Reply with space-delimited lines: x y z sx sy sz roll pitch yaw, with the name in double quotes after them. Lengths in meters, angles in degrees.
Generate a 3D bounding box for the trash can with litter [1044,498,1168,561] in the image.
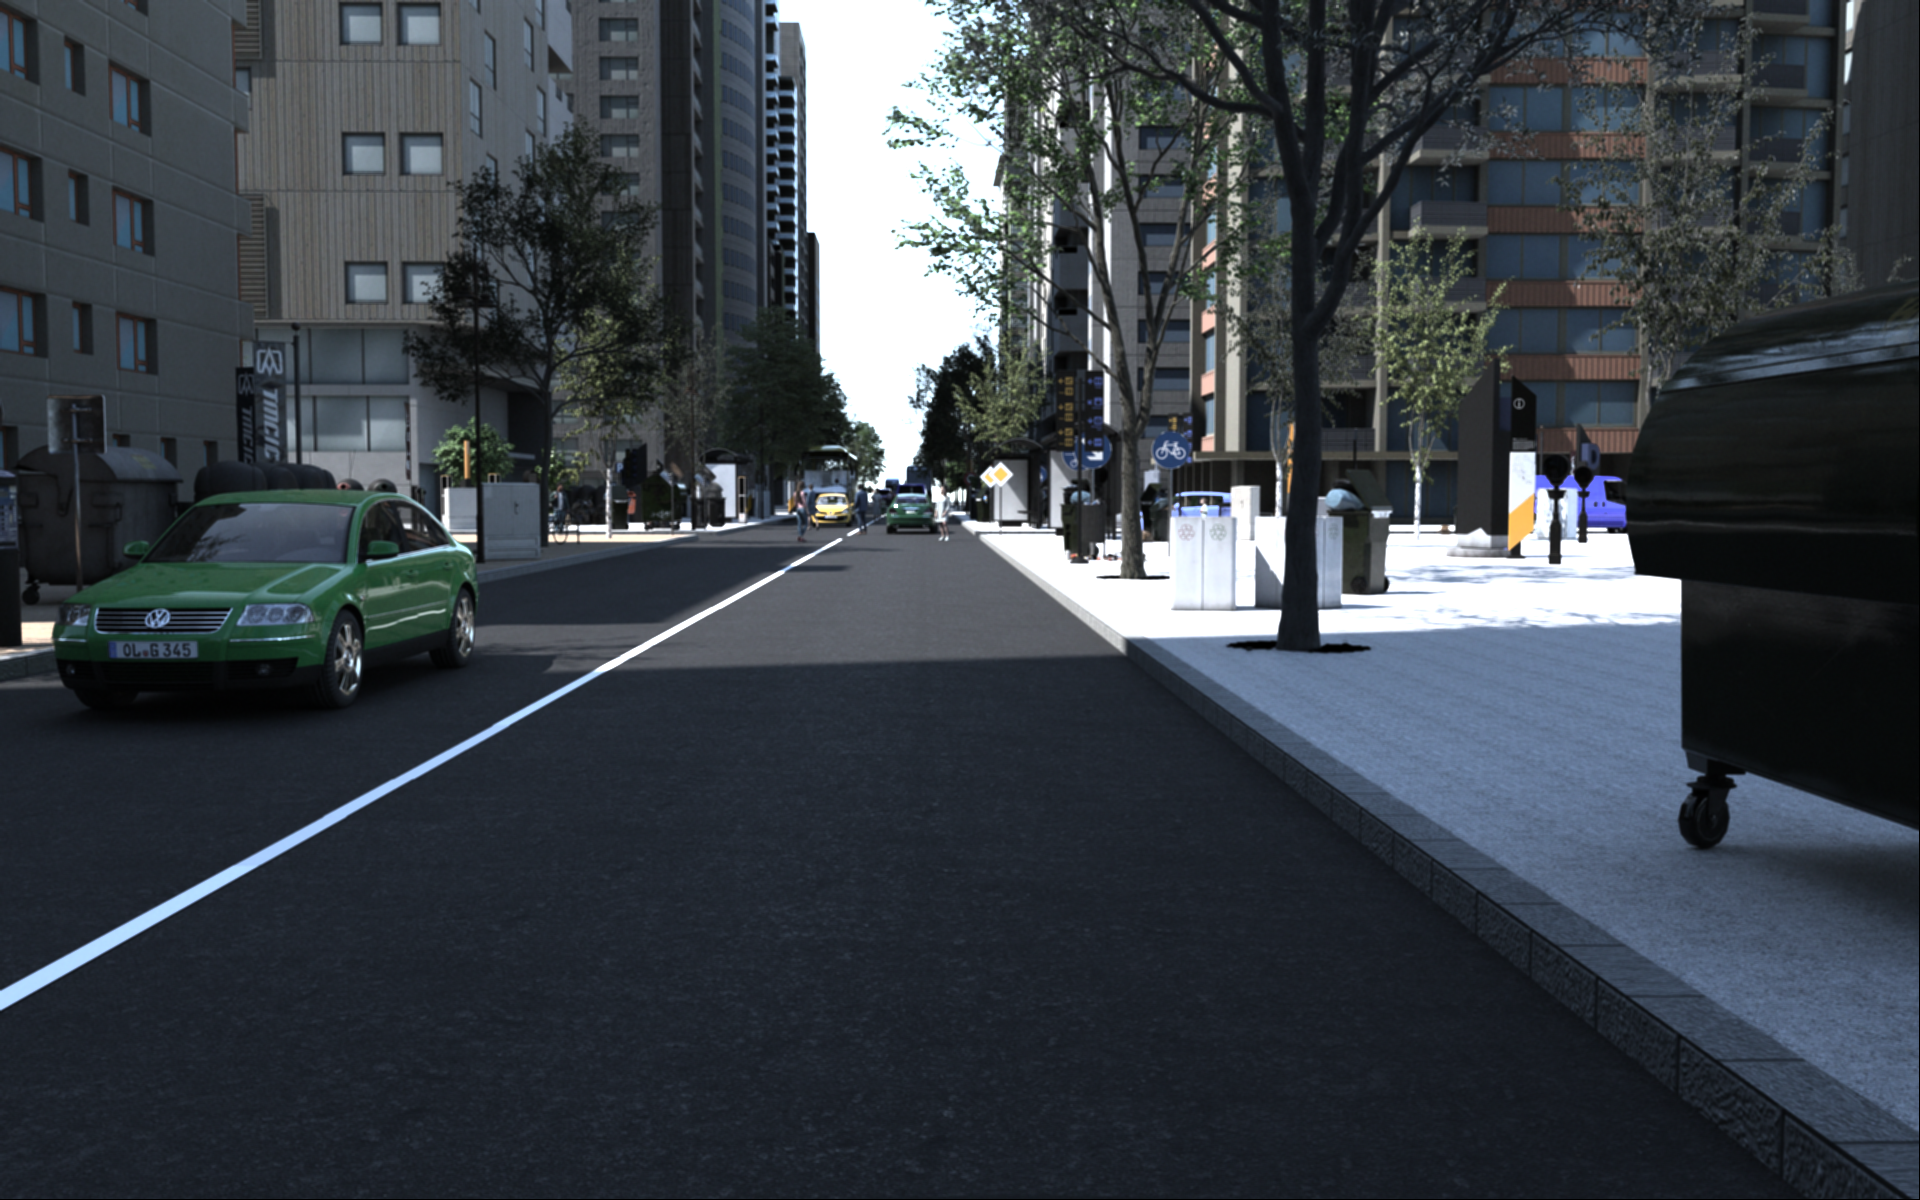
2.880 -1.365 33.376 2.233 1.210 1.678 2 4 25 "trash can with litter"

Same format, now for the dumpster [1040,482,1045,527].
2.725 -3.871 69.044 1.264 1.857 1.865 0 4 -1 "dumpster"

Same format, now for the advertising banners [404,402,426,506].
-10.684 -2.310 33.952 0.090 3.025 2.074 0 4 -8 "advertising banners"

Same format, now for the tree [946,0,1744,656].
2.904 -6.325 13.785 12.009 13.543 11.850 0 3 0 "tree"

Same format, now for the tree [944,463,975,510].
0.259 -9.537 139.649 4.285 4.588 4.351 0 3 0 "tree"

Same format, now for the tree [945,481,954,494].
-1.094 -11.418 181.282 1.663 3.219 1.824 0 3 0 "tree"

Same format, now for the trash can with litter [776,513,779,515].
-11.801 -5.894 107.423 1.678 1.210 2.233 -1 4 -10 "trash can with litter"

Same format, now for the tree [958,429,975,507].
0.499 -13.367 168.909 4.360 8.622 3.978 0 3 0 "tree"

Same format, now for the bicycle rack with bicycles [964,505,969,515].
1.718 -5.727 107.025 2.925 0.926 2.852 0 4 -4 "bicycle rack with bicycles"

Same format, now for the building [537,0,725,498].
-24.486 -26.808 121.897 14.154 41.232 14.086 0 4 -1 "building"

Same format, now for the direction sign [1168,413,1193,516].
6.162 -3.454 48.474 0.379 3.537 0.876 -3 5 -44 "direction sign"

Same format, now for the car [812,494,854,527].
-5.622 -4.039 76.267 2.015 1.641 3.980 0 4 -2 "car"

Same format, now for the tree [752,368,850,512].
-11.631 -11.442 121.481 8.767 10.594 7.601 -3 4 -36 "tree"

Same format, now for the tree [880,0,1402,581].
2.664 -6.128 25.948 9.928 11.665 9.643 0 3 0 "tree"

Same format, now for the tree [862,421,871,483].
-11.693 -13.080 131.992 7.486 12.596 7.792 0 3 0 "tree"

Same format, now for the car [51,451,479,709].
-4.971 -0.255 12.961 1.959 1.807 4.718 0 4 0 "car"

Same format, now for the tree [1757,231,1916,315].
26.417 -6.145 50.830 4.360 8.622 3.978 0 3 0 "tree"

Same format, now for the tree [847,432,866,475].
-12.938 -15.595 205.345 4.360 8.622 3.978 0 3 0 "tree"

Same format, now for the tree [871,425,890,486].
-14.369 -21.262 265.758 7.486 12.596 7.792 0 3 0 "tree"

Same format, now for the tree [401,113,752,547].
-9.824 -6.574 41.900 7.601 10.594 8.767 -1 4 -19 "tree"

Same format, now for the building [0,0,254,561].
-31.365 -11.178 27.804 28.899 21.520 27.650 0 4 -1 "building"

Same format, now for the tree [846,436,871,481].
-13.153 -16.065 213.029 4.737 8.622 4.395 0 3 0 "tree"

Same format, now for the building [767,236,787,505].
-26.922 -25.727 192.337 14.160 30.474 14.107 0 4 -1 "building"

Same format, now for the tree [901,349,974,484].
-0.506 -22.444 222.846 12.611 20.169 13.585 0 3 0 "tree"

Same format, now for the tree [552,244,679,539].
-10.101 -6.087 49.891 4.737 8.622 4.395 0 3 0 "tree"

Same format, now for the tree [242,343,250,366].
-29.635 -7.205 68.160 4.737 8.622 4.395 0 3 0 "tree"

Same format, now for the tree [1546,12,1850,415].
11.072 -4.659 26.545 4.360 8.622 3.978 0 3 0 "tree"

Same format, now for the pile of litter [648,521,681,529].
-11.223 -3.099 64.638 1.719 0.858 1.176 3 4 36 "pile of litter"

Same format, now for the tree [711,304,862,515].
-10.933 -11.367 103.975 7.486 12.596 7.792 0 3 0 "tree"

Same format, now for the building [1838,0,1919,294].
59.828 -30.177 82.626 27.495 52.752 28.713 0 4 -1 "building"

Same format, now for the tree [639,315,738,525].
-10.862 -7.342 70.406 4.360 8.622 3.978 0 3 0 "tree"

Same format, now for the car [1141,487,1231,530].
7.672 -2.993 58.530 3.694 1.707 1.945 0 4 -2 "car"

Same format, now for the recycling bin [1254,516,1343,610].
3.810 -0.425 19.496 0.722 1.027 0.722 -3 5 -39 "recycling bin"

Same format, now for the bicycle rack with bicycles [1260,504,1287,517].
11.884 -2.971 61.963 2.852 0.926 2.925 0 4 -4 "bicycle rack with bicycles"

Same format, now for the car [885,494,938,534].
-1.743 -3.196 64.045 2.131 1.459 4.920 0 4 0 "car"

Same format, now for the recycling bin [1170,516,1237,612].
2.713 -0.410 19.266 0.722 1.027 0.722 1 4 9 "recycling bin"

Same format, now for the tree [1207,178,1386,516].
7.883 -5.562 41.302 4.360 8.622 3.978 0 3 0 "tree"

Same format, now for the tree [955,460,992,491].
1.099 -6.233 96.507 1.663 3.219 1.824 0 3 0 "tree"

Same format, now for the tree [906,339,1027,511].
0.745 -12.913 128.129 9.611 12.733 9.660 0 3 0 "tree"

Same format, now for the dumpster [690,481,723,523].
-10.948 -4.220 74.750 1.264 1.857 1.865 0 4 -1 "dumpster"

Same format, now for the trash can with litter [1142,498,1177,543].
5.211 -2.124 46.116 1.055 1.170 0.624 -3 4 -37 "trash can with litter"

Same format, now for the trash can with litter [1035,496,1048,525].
3.307 -3.757 72.821 0.624 1.170 1.055 1 4 19 "trash can with litter"

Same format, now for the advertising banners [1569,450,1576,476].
23.960 -4.445 68.858 2.074 3.025 0.090 -3 5 -41 "advertising banners"

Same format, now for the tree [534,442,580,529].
-14.921 -4.261 64.262 1.663 3.219 1.824 0 3 0 "tree"

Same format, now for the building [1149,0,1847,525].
23.707 -26.000 79.717 28.867 44.769 22.147 0 4 -1 "building"

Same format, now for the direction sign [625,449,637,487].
-16.396 -5.776 86.440 0.876 3.537 0.379 3 5 42 "direction sign"

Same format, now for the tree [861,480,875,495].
-14.936 -17.794 285.528 1.663 3.219 1.824 0 3 0 "tree"

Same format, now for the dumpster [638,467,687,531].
-10.524 -3.595 61.265 1.502 2.255 1.985 0 4 -1 "dumpster"

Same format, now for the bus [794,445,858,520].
-6.850 -6.102 91.307 2.896 3.916 12.252 0 4 -1 "bus"

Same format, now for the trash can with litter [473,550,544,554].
-9.764 -1.627 37.667 1.678 1.210 2.233 2 4 26 "trash can with litter"

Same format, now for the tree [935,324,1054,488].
2.038 -7.611 74.810 4.737 8.622 4.395 0 3 0 "tree"

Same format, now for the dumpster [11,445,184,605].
-10.264 -0.912 20.674 1.264 1.857 1.865 0 4 -1 "dumpster"

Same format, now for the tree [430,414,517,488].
-19.971 -5.348 71.159 4.285 4.588 4.351 0 3 0 "tree"

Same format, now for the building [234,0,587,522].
-34.710 -30.336 85.238 28.713 52.752 27.495 0 4 -1 "building"

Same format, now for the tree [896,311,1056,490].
0.946 -9.444 88.830 8.767 10.594 7.601 -1 4 -11 "tree"

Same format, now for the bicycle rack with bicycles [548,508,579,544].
-11.048 -1.859 43.777 2.852 0.926 2.925 1 4 14 "bicycle rack with bicycles"

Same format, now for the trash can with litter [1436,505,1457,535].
15.534 -2.628 54.349 1.055 1.170 0.624 0 4 7 "trash can with litter"

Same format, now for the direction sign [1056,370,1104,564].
2.201 -2.437 31.837 0.876 3.537 0.379 0 4 -3 "direction sign"

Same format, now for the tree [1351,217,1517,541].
12.731 -5.915 47.075 4.737 8.622 4.395 0 3 0 "tree"
